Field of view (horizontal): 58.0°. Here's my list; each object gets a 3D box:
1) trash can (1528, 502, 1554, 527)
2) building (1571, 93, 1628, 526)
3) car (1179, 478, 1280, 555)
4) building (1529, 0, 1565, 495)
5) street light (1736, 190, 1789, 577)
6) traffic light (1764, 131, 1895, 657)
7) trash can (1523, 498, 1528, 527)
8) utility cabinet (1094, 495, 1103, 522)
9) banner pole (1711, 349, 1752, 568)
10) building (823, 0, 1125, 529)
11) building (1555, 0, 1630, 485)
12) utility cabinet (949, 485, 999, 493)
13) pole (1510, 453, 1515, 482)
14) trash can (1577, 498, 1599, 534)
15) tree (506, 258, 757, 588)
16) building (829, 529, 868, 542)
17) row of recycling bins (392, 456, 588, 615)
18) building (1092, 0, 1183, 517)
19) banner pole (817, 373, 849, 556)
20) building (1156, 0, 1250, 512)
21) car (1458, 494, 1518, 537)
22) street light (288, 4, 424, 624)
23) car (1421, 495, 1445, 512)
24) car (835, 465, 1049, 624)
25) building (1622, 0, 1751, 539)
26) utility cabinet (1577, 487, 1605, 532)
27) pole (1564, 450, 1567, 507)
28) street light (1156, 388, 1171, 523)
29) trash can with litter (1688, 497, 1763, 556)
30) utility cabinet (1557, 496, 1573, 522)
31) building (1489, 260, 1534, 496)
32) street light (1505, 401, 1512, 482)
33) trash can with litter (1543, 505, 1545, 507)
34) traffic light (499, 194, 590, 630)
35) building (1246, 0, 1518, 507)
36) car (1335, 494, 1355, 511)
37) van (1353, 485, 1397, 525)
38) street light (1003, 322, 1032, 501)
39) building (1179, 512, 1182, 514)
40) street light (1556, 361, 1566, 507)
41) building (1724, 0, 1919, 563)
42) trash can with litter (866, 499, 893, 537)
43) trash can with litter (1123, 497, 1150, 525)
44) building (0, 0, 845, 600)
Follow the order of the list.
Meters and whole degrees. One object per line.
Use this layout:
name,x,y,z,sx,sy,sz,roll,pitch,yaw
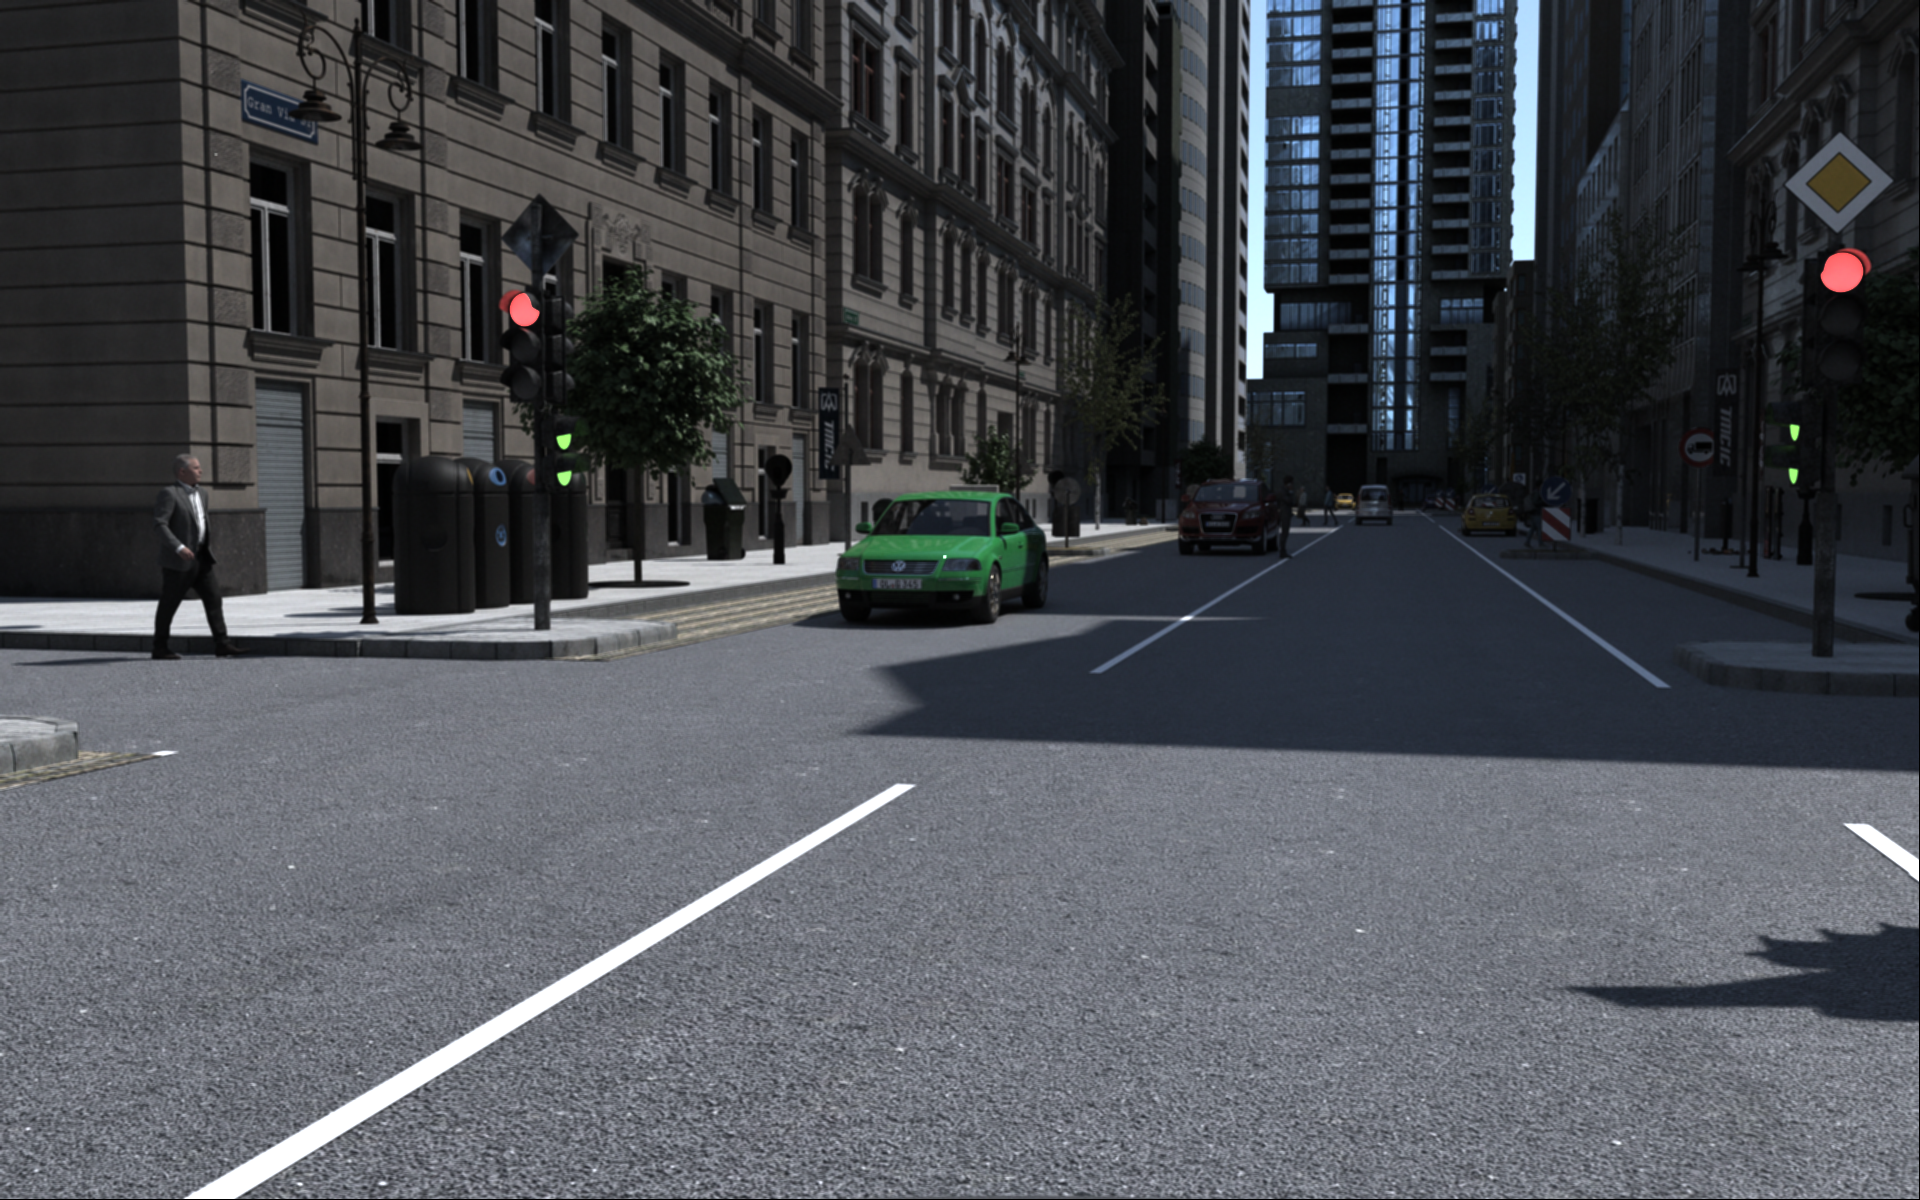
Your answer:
trash can,20.453,-2.981,60.387,0.748,1.137,0.748,0,3,0
building,33.297,-13.530,75.971,10.420,20.320,16.860,1,4,14
car,6.645,-2.063,42.405,2.281,1.827,5.304,1,4,16
building,47.781,-34.743,110.043,21.231,58.520,28.212,1,4,14
street light,12.290,-3.295,26.669,0.468,5.910,1.993,1,4,14
traffic light,6.801,-1.508,13.580,0.839,4.253,0.868,1,4,14
trash can,22.014,-3.360,66.590,0.748,1.137,0.748,0,3,0
utility cabinet,6.282,-4.129,78.674,0.306,1.237,1.020,1,4,12
banner pole,13.450,-2.454,30.133,0.401,3.779,0.863,-2,4,-30
building,-0.972,-17.934,80.610,14.401,28.519,23.554,1,4,14
building,39.440,-26.939,90.568,14.600,45.320,14.200,1,4,14
utility cabinet,0.345,-2.042,42.067,1.173,1.500,0.318,1,4,12
pole,27.399,-5.631,85.906,0.158,3.312,0.155,0,3,0
trash can,20.253,-2.706,55.904,0.748,1.137,0.748,0,3,0
tree,-4.444,-2.476,24.200,4.285,4.588,4.351,0,3,0
building,-6.351,-16.518,57.457,14.401,28.519,23.554,1,4,14
row of recycling bins,-5.388,-0.788,19.994,1.069,1.692,3.534,1,4,14
building,4.747,-20.003,98.745,14.160,30.474,14.107,1,4,14
banner pole,-2.564,-2.809,35.946,0.863,3.779,0.401,-2,4,-28
building,11.087,-37.407,153.596,28.212,58.520,21.231,1,4,14
car,18.266,-3.035,59.847,2.015,1.641,3.980,1,4,14
street light,-5.854,-2.703,16.986,0.468,5.910,1.993,1,4,14
car,38.987,-7.957,142.669,1.945,1.354,3.894,1,4,13
car,-0.121,-0.729,20.708,1.959,1.807,4.718,1,4,14
building,29.700,-14.637,57.344,12.078,24.808,19.932,1,4,14
utility cabinet,20.924,-2.984,57.462,1.173,1.500,0.318,-3,5,-40
pole,27.916,-5.269,79.991,0.158,3.312,0.155,0,3,0
street light,8.914,-6.299,75.775,0.468,5.910,1.993,1,4,14
trash can with litter,16.562,-1.602,37.248,1.678,1.210,2.233,1,4,20
utility cabinet,28.210,-4.262,80.848,0.306,1.237,1.020,-1,4,-10
building,57.836,-17.981,139.026,27.650,21.520,28.899,1,4,14
street light,26.836,-6.853,84.834,0.468,5.910,1.993,1,4,14
trash can with litter,21.858,-3.235,64.281,1.055,1.170,0.624,1,4,18
traffic light,-3.932,-1.672,16.252,0.839,4.253,0.868,1,4,14
building,44.132,-53.089,180.674,31.000,86.520,22.319,1,4,14
car,33.470,-8.579,150.484,2.015,1.641,3.980,1,4,13
van,19.363,-4.521,80.923,2.013,2.044,4.112,1,4,14
street light,1.549,-4.515,46.601,0.468,5.910,1.993,1,4,14
building,6.327,-35.319,119.464,21.231,58.520,28.212,1,4,14
street light,19.447,-5.076,55.781,0.468,5.910,1.993,1,4,14
building,25.157,-15.199,35.889,14.401,28.519,23.554,1,4,14
trash can with litter,-1.904,-1.904,42.523,0.624,1.170,1.055,1,4,16
trash can with litter,7.296,-3.680,71.554,1.055,1.170,0.624,0,4,-6
building,-11.764,-14.431,33.203,12.463,27.353,25.104,1,4,14
